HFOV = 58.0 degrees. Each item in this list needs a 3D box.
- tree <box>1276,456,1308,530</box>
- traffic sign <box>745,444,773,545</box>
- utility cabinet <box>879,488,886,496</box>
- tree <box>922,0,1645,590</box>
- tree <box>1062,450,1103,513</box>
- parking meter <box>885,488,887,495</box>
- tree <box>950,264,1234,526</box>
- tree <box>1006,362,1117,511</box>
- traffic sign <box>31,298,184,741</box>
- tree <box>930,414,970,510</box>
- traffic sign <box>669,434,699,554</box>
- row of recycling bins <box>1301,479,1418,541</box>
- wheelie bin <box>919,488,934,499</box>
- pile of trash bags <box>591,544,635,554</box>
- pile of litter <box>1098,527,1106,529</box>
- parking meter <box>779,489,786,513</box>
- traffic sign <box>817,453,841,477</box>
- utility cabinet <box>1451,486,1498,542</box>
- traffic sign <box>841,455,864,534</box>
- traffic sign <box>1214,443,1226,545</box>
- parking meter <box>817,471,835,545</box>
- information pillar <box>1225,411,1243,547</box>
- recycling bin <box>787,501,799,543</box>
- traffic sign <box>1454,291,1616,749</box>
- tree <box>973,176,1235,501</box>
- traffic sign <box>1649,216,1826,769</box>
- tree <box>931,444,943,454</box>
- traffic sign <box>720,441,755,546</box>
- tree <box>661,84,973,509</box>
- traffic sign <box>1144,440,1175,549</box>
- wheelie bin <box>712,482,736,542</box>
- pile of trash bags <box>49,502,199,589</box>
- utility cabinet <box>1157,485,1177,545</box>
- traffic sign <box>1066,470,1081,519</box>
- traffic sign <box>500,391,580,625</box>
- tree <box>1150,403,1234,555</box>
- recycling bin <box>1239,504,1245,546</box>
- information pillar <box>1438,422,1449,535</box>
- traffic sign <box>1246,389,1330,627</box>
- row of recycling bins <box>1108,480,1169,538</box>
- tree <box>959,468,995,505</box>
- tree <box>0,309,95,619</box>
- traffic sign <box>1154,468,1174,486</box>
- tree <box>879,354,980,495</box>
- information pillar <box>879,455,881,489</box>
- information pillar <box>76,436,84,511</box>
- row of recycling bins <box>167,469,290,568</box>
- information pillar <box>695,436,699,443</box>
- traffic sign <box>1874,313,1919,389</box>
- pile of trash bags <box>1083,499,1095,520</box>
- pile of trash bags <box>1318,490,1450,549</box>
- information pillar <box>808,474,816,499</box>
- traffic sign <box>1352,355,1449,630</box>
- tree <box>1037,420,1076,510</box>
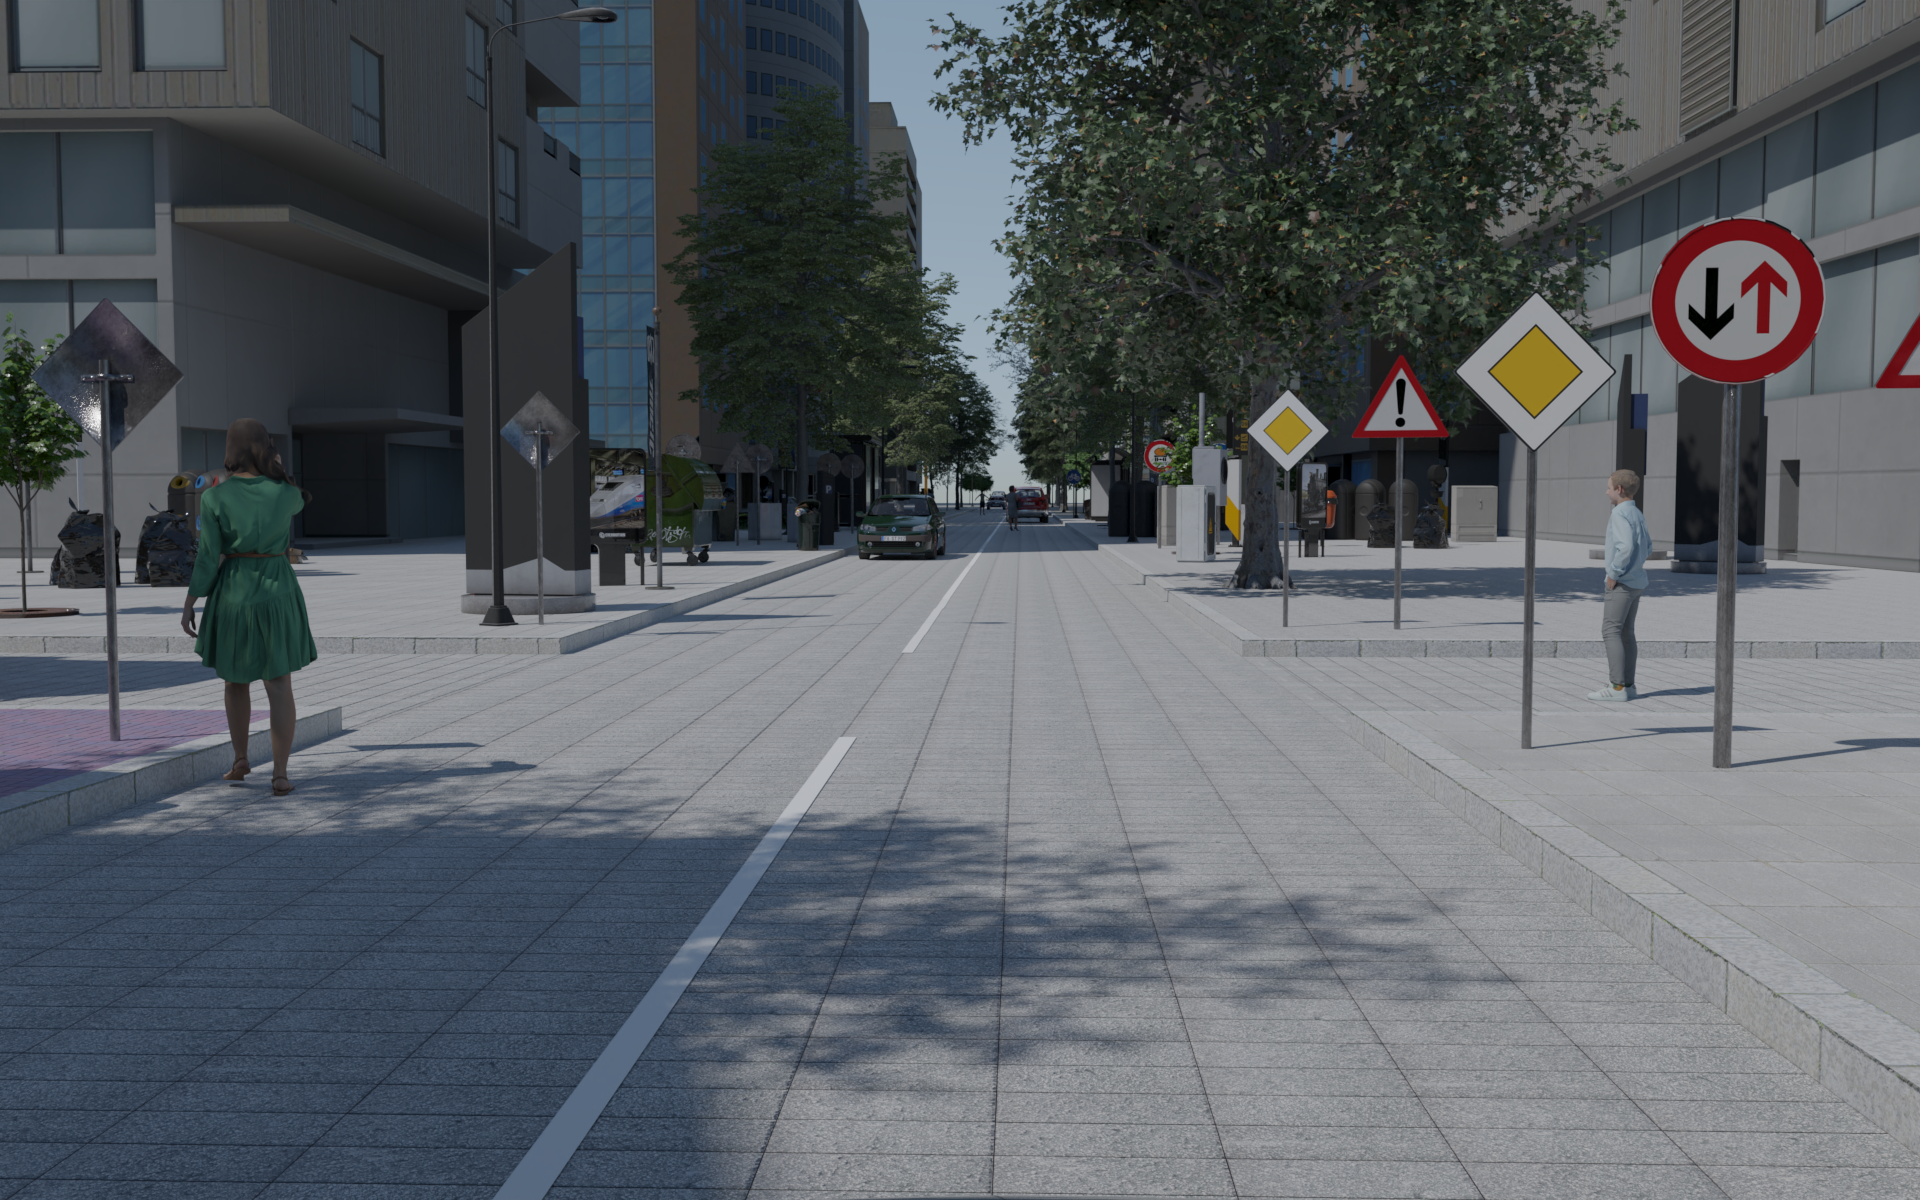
[{"bbox_3d":[12.059,-4.164,62.686,1.663,3.219,1.824,0,3,0],"label":"tree"},{"bbox_3d":[-5.103,-2.671,43.783,0.768,2.556,0.104,1,4,10],"label":"traffic sign"},{"bbox_3d":[-3.220,-3.627,67.978,0.318,1.500,1.173,-1,4,-22],"label":"utility cabinet"},{"bbox_3d":[4.163,-6.497,23.236,9.611,12.733,9.660,0,3,0],"label":"tree"},{"bbox_3d":[8.287,-8.096,116.079,4.285,4.588,4.351,0,3,0],"label":"tree"},{"bbox_3d":[-3.367,-4.123,75.824,0.372,1.533,0.369,0,3,0],"label":"parking meter"},{"bbox_3d":[6.103,-9.679,68.628,12.009,13.543,11.850,0,3,0],"label":"tree"},{"bbox_3d":[7.862,-13.769,131.777,9.857,13.997,8.962,0,3,0],"label":"tree"},{"bbox_3d":[-4.389,-0.324,8.940,0.795,2.450,0.064,0,4,2],"label":"traffic sign"},{"bbox_3d":[-1.188,-11.314,135.339,4.360,8.622,3.978,0,3,0],"label":"tree"},{"bbox_3d":[-5.893,-2.249,36.870,0.768,2.556,0.104,0,4,3],"label":"traffic sign"},{"bbox_3d":[11.130,-2.524,48.387,3.534,1.692,1.069,3,5,41],"label":"row of recycling bins"},{"bbox_3d":[-1.787,-5.096,91.222,0.980,1.594,0.693,3,4,37],"label":"wheelie bin"},{"bbox_3d":[-8.797,-1.678,37.184,3.447,1.369,1.912,-2,4,-28],"label":"pile of trash bags"},{"bbox_3d":[5.961,-3.053,63.875,1.719,0.858,1.176,2,4,34],"label":"pile of litter"},{"bbox_3d":[-8.811,-4.756,86.169,0.372,1.533,0.369,0,3,0],"label":"parking meter"},{"bbox_3d":[-4.070,-3.286,53.826,0.768,2.556,0.104,0,4,5],"label":"traffic sign"},{"bbox_3d":[13.717,-2.294,46.180,1.173,1.500,0.318,-1,4,-11],"label":"utility cabinet"},{"bbox_3d":[-3.478,-3.411,55.874,0.768,2.556,0.104,0,4,5],"label":"traffic sign"},{"bbox_3d":[6.495,-2.654,43.492,0.768,2.556,0.104,0,4,8],"label":"traffic sign"},{"bbox_3d":[-3.355,-2.302,43.351,0.399,1.863,0.255,-3,5,-42],"label":"parking meter"},{"bbox_3d":[6.609,-3.083,41.759,0.183,3.616,0.504,-2,4,-32],"label":"information pillar"},{"bbox_3d":[-4.111,-2.044,45.970,0.722,1.027,0.722,-3,4,-36],"label":"recycling bin"},{"bbox_3d":[2.850,-0.307,8.662,0.795,2.450,0.064,0,4,2],"label":"traffic sign"},{"bbox_3d":[5.772,-8.297,53.787,7.486,12.596,7.792,0,3,0],"label":"tree"},{"bbox_3d":[3.577,-0.486,8.053,0.768,2.556,0.104,1,4,9],"label":"traffic sign"},{"bbox_3d":[0.094,-15.715,167.313,12.009,13.543,11.850,0,3,0],"label":"tree"},{"bbox_3d":[-5.499,-2.616,42.781,0.884,2.594,0.081,1,4,9],"label":"traffic sign"},{"bbox_3d":[-4.440,-7.950,48.114,7.486,12.596,7.792,0,3,0],"label":"tree"},{"bbox_3d":[4.702,-2.483,40.699,0.768,2.556,0.104,0,4,3],"label":"traffic sign"},{"bbox_3d":[-6.432,-2.391,47.009,0.693,1.594,0.980,-2,4,-29],"label":"wheelie bin"},{"bbox_3d":[-12.357,-0.882,24.169,3.447,1.369,1.912,-1,4,-17],"label":"pile of trash bags"},{"bbox_3d":[5.382,-2.113,43.233,0.318,1.500,1.173,3,5,43],"label":"utility cabinet"},{"bbox_3d":[5.944,-5.527,90.467,0.768,2.556,0.104,1,4,9],"label":"traffic sign"},{"bbox_3d":[-4.104,-0.812,16.920,0.795,2.450,0.064,0,4,2],"label":"traffic sign"},{"bbox_3d":[5.027,-2.592,36.980,1.663,3.219,1.824,0,3,0],"label":"tree"},{"bbox_3d":[7.266,-1.841,42.654,0.722,1.027,0.722,3,4,37],"label":"recycling bin"},{"bbox_3d":[15.061,-3.829,53.952,0.183,3.616,0.504,-1,4,-14],"label":"information pillar"},{"bbox_3d":[3.135,-0.795,16.642,0.795,2.450,0.064,0,4,2],"label":"traffic sign"},{"bbox_3d":[5.883,-2.700,51.255,3.534,1.692,1.069,3,5,40],"label":"row of recycling bins"},{"bbox_3d":[1.259,-13.997,212.565,4.285,4.588,4.351,0,3,0],"label":"tree"},{"bbox_3d":[-9.968,-1.451,18.323,1.663,3.219,1.824,0,3,0],"label":"tree"},{"bbox_3d":[5.683,-2.943,48.224,0.768,2.556,0.104,1,4,11],"label":"traffic sign"},{"bbox_3d":[-2.078,-11.059,115.220,7.601,10.594,8.767,1,4,16],"label":"tree"},{"bbox_3d":[-4.242,-5.862,87.198,0.504,3.616,0.183,1,4,16],"label":"information pillar"},{"bbox_3d":[-14.141,-2.230,27.822,0.183,3.616,0.504,-2,4,-28],"label":"information pillar"},{"bbox_3d":[-11.800,-1.275,27.960,1.069,1.692,3.534,-3,5,-42],"label":"row of recycling bins"},{"bbox_3d":[-10.597,-4.760,69.174,0.183,3.616,0.504,3,5,43],"label":"information pillar"},{"bbox_3d":[5.060,-0.536,8.761,0.884,2.594,0.081,0,4,6],"label":"traffic sign"},{"bbox_3d":[7.945,-4.930,90.363,1.912,1.369,3.447,2,4,26],"label":"pile of trash bags"},{"bbox_3d":[10.160,-1.962,41.839,3.447,1.369,1.912,2,4,31],"label":"pile of trash bags"},{"bbox_3d":[-5.409,-3.570,62.857,0.304,2.012,0.304,0,4,7],"label":"information pillar"},{"bbox_3d":[4.140,-0.999,16.330,0.884,2.594,0.081,1,4,10],"label":"traffic sign"},{"bbox_3d":[9.177,-12.672,157.543,4.737,8.622,4.395,0,3,0],"label":"tree"}]
